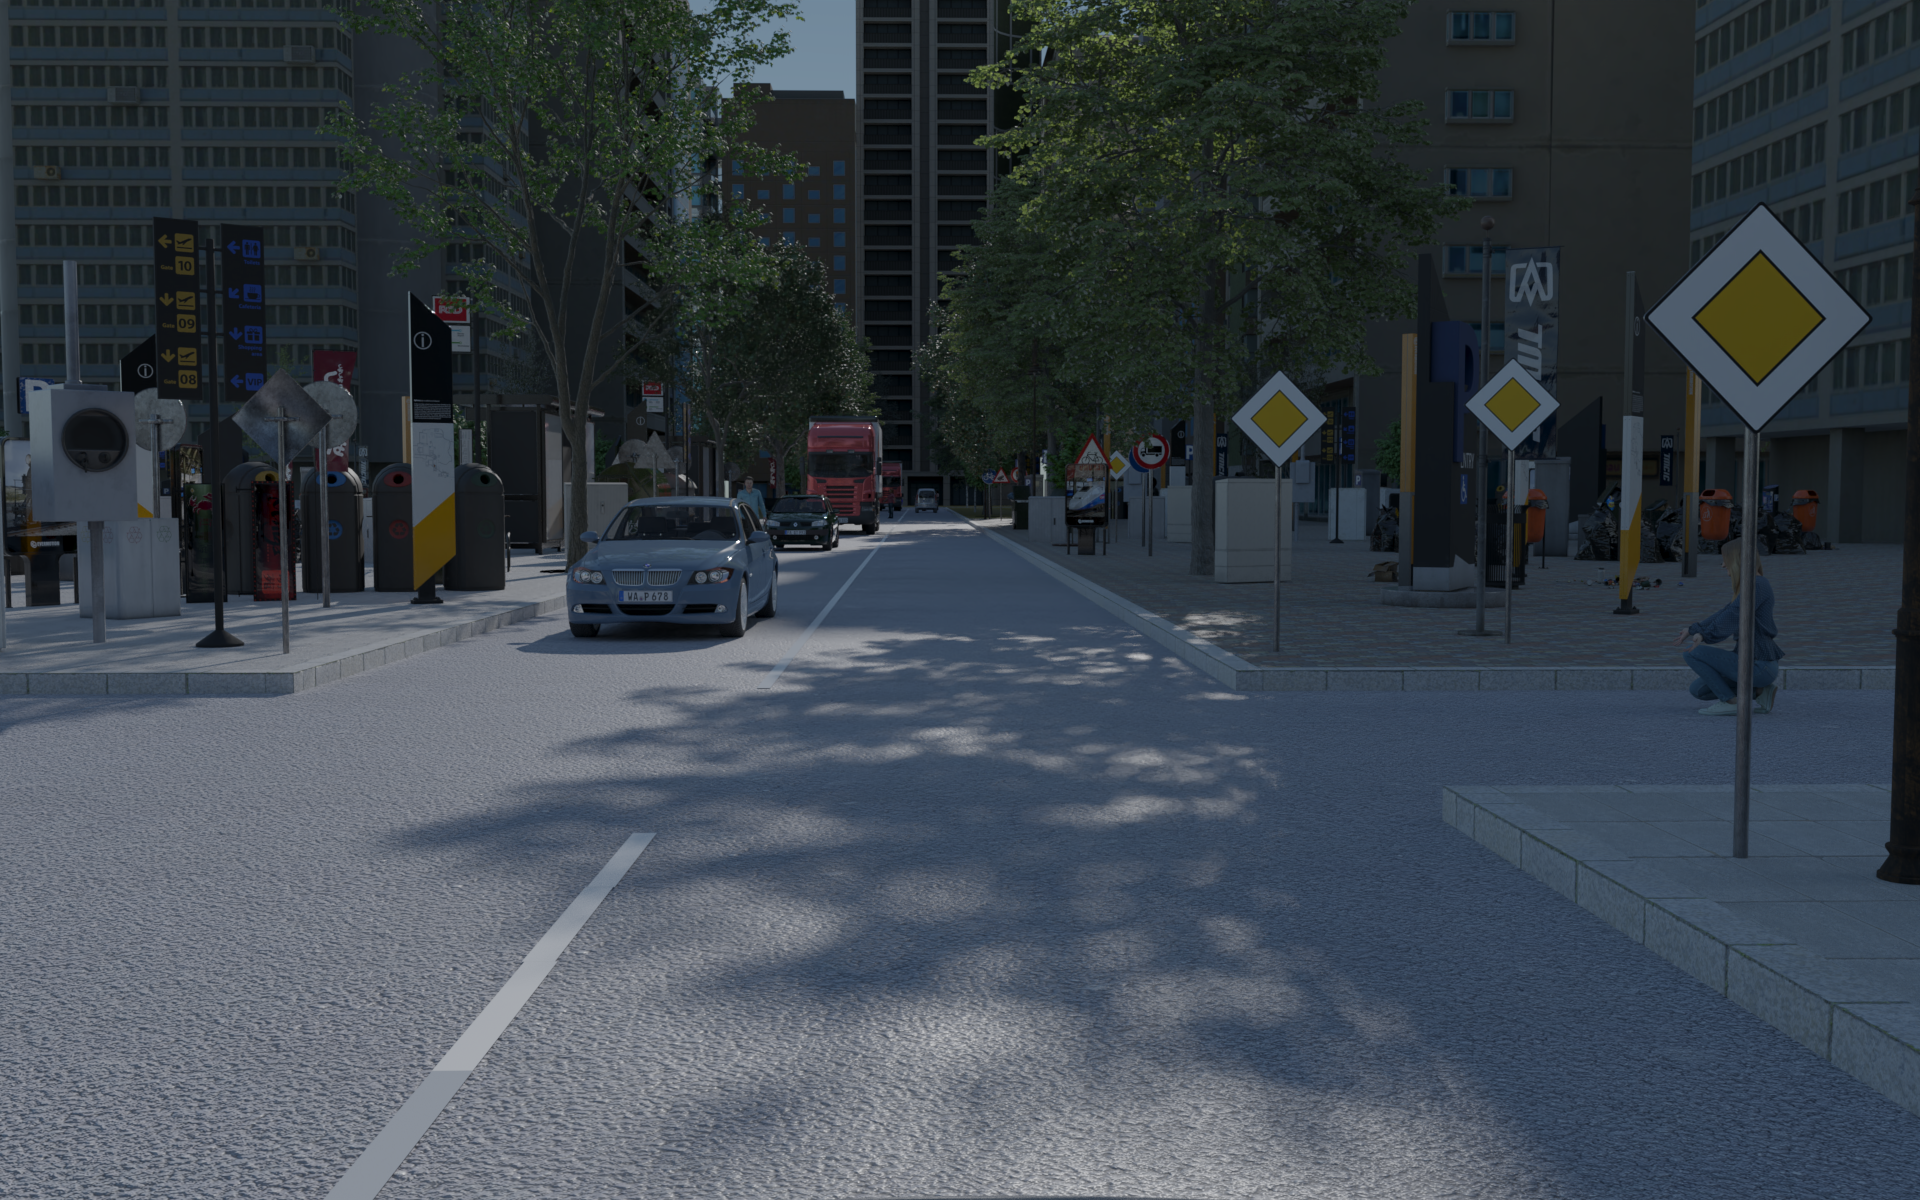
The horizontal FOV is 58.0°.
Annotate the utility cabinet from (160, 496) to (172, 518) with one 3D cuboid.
[{"bbox_3d":[-22.437,-2.305,48.849,1.020,1.237,0.306,-3,4,-39],"label":"utility cabinet"}]

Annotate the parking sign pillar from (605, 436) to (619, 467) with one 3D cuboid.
[{"bbox_3d":[-16.109,-5.666,81.104,1.447,3.967,1.447,-3,5,-40],"label":"parking sign pillar"}]

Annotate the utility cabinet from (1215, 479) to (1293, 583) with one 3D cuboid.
[{"bbox_3d":[4.239,-1.000,25.036,1.173,1.500,0.318,-2,4,-29],"label":"utility cabinet"}]

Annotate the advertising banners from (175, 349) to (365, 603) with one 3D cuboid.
[{"bbox_3d":[-8.245,-1.498,20.679,2.074,3.025,0.090,-2,4,-29],"label":"advertising banners"}]

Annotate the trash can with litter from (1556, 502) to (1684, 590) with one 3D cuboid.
[{"bbox_3d":[9.237,-0.805,24.214,1.678,1.210,2.233,1,4,18],"label":"trash can with litter"}]

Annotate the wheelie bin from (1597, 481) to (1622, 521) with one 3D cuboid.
[{"bbox_3d":[16.050,-2.119,42.558,0.693,1.594,0.980,1,4,8],"label":"wheelie bin"}]

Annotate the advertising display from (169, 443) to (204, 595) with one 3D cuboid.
[{"bbox_3d":[-9.942,-1.046,22.322,0.123,1.923,0.974,0,4,-7],"label":"advertising display"}]

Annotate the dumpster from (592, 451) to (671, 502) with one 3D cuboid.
[{"bbox_3d":[-7.312,-2.207,38.571,1.502,2.255,1.985,0,4,-1],"label":"dumpster"}]

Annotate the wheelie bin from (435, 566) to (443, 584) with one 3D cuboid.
[{"bbox_3d":[-7.632,-1.031,24.765,0.980,1.594,0.693,-1,4,-17],"label":"wheelie bin"}]

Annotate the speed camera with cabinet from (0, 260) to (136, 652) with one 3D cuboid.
[{"bbox_3d":[-7.892,-1.213,14.165,0.660,3.252,2.038,3,5,44],"label":"speed camera with cabinet"}]

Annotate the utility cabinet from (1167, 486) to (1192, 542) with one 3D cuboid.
[{"bbox_3d":[5.948,-2.255,45.545,0.318,1.500,1.173,-2,4,-32],"label":"utility cabinet"}]

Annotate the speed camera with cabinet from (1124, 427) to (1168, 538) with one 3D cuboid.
[{"bbox_3d":[5.859,-3.465,50.995,2.038,3.252,0.660,1,4,9],"label":"speed camera with cabinet"}]

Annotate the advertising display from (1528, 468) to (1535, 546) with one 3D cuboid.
[{"bbox_3d":[14.511,-2.313,43.038,0.974,1.923,0.123,-1,4,-15],"label":"advertising display"}]

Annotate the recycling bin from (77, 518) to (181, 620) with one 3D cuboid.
[{"bbox_3d":[-8.678,-0.339,18.091,0.722,1.027,0.722,2,4,29],"label":"recycling bin"}]

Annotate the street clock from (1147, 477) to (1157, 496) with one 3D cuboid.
[{"bbox_3d":[8.027,-4.178,72.872,0.471,2.002,0.358,-1,4,-13],"label":"street clock"}]

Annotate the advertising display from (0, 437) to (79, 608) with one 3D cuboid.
[{"bbox_3d":[-10.539,-0.895,19.852,0.123,1.923,0.974,2,4,27],"label":"advertising display"}]

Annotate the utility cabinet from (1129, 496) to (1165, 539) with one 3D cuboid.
[{"bbox_3d":[5.385,-2.366,49.845,1.020,1.237,0.306,0,4,5],"label":"utility cabinet"}]

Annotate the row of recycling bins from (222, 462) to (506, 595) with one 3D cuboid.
[{"bbox_3d":[-7.828,-0.960,22.809,3.534,1.692,1.069,-1,4,-19],"label":"row of recycling bins"}]

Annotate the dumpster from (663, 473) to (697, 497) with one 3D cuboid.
[{"bbox_3d":[-7.932,-2.549,47.431,1.264,1.857,1.865,0,4,-1],"label":"dumpster"}]

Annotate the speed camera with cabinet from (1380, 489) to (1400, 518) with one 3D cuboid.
[{"bbox_3d":[14.203,-3.733,55.365,2.038,3.252,0.660,-2,4,-28],"label":"speed camera with cabinet"}]

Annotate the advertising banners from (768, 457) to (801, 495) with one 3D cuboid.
[{"bbox_3d":[-8.433,-5.324,83.230,0.090,3.025,2.074,3,5,43],"label":"advertising banners"}]

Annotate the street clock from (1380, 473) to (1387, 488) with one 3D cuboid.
[{"bbox_3d":[14.805,-3.425,60.563,0.358,2.002,0.471,1,4,16],"label":"street clock"}]

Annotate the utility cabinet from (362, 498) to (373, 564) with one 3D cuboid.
[{"bbox_3d":[-10.934,-1.290,32.249,0.306,1.237,1.020,-2,4,-33],"label":"utility cabinet"}]

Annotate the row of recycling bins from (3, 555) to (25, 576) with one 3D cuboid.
[{"bbox_3d":[-15.264,-1.166,26.180,1.069,1.692,3.534,0,4,0],"label":"row of recycling bins"}]

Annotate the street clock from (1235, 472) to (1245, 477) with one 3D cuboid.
[{"bbox_3d":[9.193,-3.203,56.946,0.358,2.002,0.471,-1,4,-8],"label":"street clock"}]

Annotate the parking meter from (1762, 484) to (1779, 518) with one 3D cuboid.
[{"bbox_3d":[20.870,-2.214,44.615,0.372,1.533,0.369,0,3,0],"label":"parking meter"}]

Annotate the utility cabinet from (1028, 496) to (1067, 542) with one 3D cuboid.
[{"bbox_3d":[2.354,-2.156,46.411,1.020,1.237,0.306,0,4,8],"label":"utility cabinet"}]

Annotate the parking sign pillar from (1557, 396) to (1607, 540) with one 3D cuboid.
[{"bbox_3d":[17.353,-3.664,48.372,1.447,3.967,1.447,-3,4,-38],"label":"parking sign pillar"}]

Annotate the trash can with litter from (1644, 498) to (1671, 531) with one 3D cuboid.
[{"bbox_3d":[17.995,-2.069,45.223,1.055,1.170,0.624,-1,4,-11],"label":"trash can with litter"}]

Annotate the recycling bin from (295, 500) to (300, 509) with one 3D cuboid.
[{"bbox_3d":[-27.315,-3.662,72.424,0.722,1.027,0.722,0,4,2],"label":"recycling bin"}]

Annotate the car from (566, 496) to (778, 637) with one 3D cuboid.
[{"bbox_3d":[-3.017,-0.420,18.868,2.014,1.417,4.499,0,4,0],"label":"car"}]

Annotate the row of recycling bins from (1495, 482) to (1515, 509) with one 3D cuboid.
[{"bbox_3d":[19.379,-3.233,59.964,1.069,1.692,3.534,0,4,3],"label":"row of recycling bins"}]

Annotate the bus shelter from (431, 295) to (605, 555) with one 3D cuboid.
[{"bbox_3d":[-9.629,-3.678,37.764,2.179,5.291,8.768,0,4,-1],"label":"bus shelter"}]

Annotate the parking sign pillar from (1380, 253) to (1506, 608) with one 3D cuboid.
[{"bbox_3d":[5.630,-1.929,20.017,1.447,3.967,1.447,2,4,28],"label":"parking sign pillar"}]

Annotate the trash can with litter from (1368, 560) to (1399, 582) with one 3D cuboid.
[{"bbox_3d":[6.469,-0.843,25.169,1.055,1.170,0.624,2,4,29],"label":"trash can with litter"}]

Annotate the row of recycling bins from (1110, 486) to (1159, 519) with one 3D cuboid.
[{"bbox_3d":[8.572,-4.974,88.438,3.534,1.692,1.069,2,4,35],"label":"row of recycling bins"}]

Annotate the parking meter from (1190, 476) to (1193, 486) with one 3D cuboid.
[{"bbox_3d":[6.605,-2.605,48.303,0.255,1.863,0.399,3,5,45],"label":"parking meter"}]

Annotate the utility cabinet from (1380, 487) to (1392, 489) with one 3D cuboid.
[{"bbox_3d":[13.814,-2.964,57.136,0.318,1.500,1.173,-1,4,-15],"label":"utility cabinet"}]

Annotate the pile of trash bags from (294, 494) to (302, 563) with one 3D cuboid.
[{"bbox_3d":[-13.173,-1.360,31.991,1.912,1.369,3.447,1,4,13],"label":"pile of trash bags"}]

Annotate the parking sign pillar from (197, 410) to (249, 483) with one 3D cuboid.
[{"bbox_3d":[-23.370,-4.051,54.709,1.447,3.967,1.447,-2,4,-29],"label":"parking sign pillar"}]

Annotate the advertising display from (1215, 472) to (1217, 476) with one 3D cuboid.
[{"bbox_3d":[7.190,-2.733,49.896,0.123,1.923,0.974,2,4,27],"label":"advertising display"}]

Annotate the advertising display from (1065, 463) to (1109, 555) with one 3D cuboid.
[{"bbox_3d":[2.663,-1.907,36.390,0.974,1.923,0.123,2,4,32],"label":"advertising display"}]

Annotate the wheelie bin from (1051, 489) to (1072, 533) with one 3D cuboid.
[{"bbox_3d":[3.347,-2.986,56.732,0.693,1.594,0.980,-3,5,-44],"label":"wheelie bin"}]

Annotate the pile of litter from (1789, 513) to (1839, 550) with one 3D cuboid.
[{"bbox_3d":[19.488,-1.607,40.246,1.176,0.858,1.719,-2,4,-27],"label":"pile of litter"}]

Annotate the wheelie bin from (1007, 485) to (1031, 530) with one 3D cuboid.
[{"bbox_3d":[2.182,-3.354,62.740,0.980,1.594,0.693,-1,4,-9],"label":"wheelie bin"}]

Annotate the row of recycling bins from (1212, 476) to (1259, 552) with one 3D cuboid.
[{"bbox_3d":[6.382,-2.004,39.882,1.069,1.692,3.534,2,4,24],"label":"row of recycling bins"}]

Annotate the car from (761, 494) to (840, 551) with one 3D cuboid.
[{"bbox_3d":[-4.097,-2.155,45.025,2.009,1.686,4.222,0,4,0],"label":"car"}]

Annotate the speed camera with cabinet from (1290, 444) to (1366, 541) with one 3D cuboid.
[{"bbox_3d":[10.093,-3.253,47.523,2.038,3.252,0.660,1,4,10],"label":"speed camera with cabinet"}]

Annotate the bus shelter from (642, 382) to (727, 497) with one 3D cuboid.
[{"bbox_3d":[-10.136,-5.259,63.614,2.179,5.291,8.768,0,4,-1],"label":"bus shelter"}]

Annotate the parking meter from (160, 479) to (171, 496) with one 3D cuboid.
[{"bbox_3d":[-30.939,-3.777,67.468,0.399,1.863,0.255,-2,4,-32],"label":"parking meter"}]

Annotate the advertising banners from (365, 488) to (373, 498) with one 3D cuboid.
[{"bbox_3d":[-16.729,-3.188,48.318,2.074,3.025,0.090,0,4,2],"label":"advertising banners"}]

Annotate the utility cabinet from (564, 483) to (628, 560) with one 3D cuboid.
[{"bbox_3d":[-6.995,-1.508,33.328,1.173,1.500,0.318,-1,4,-21],"label":"utility cabinet"}]
